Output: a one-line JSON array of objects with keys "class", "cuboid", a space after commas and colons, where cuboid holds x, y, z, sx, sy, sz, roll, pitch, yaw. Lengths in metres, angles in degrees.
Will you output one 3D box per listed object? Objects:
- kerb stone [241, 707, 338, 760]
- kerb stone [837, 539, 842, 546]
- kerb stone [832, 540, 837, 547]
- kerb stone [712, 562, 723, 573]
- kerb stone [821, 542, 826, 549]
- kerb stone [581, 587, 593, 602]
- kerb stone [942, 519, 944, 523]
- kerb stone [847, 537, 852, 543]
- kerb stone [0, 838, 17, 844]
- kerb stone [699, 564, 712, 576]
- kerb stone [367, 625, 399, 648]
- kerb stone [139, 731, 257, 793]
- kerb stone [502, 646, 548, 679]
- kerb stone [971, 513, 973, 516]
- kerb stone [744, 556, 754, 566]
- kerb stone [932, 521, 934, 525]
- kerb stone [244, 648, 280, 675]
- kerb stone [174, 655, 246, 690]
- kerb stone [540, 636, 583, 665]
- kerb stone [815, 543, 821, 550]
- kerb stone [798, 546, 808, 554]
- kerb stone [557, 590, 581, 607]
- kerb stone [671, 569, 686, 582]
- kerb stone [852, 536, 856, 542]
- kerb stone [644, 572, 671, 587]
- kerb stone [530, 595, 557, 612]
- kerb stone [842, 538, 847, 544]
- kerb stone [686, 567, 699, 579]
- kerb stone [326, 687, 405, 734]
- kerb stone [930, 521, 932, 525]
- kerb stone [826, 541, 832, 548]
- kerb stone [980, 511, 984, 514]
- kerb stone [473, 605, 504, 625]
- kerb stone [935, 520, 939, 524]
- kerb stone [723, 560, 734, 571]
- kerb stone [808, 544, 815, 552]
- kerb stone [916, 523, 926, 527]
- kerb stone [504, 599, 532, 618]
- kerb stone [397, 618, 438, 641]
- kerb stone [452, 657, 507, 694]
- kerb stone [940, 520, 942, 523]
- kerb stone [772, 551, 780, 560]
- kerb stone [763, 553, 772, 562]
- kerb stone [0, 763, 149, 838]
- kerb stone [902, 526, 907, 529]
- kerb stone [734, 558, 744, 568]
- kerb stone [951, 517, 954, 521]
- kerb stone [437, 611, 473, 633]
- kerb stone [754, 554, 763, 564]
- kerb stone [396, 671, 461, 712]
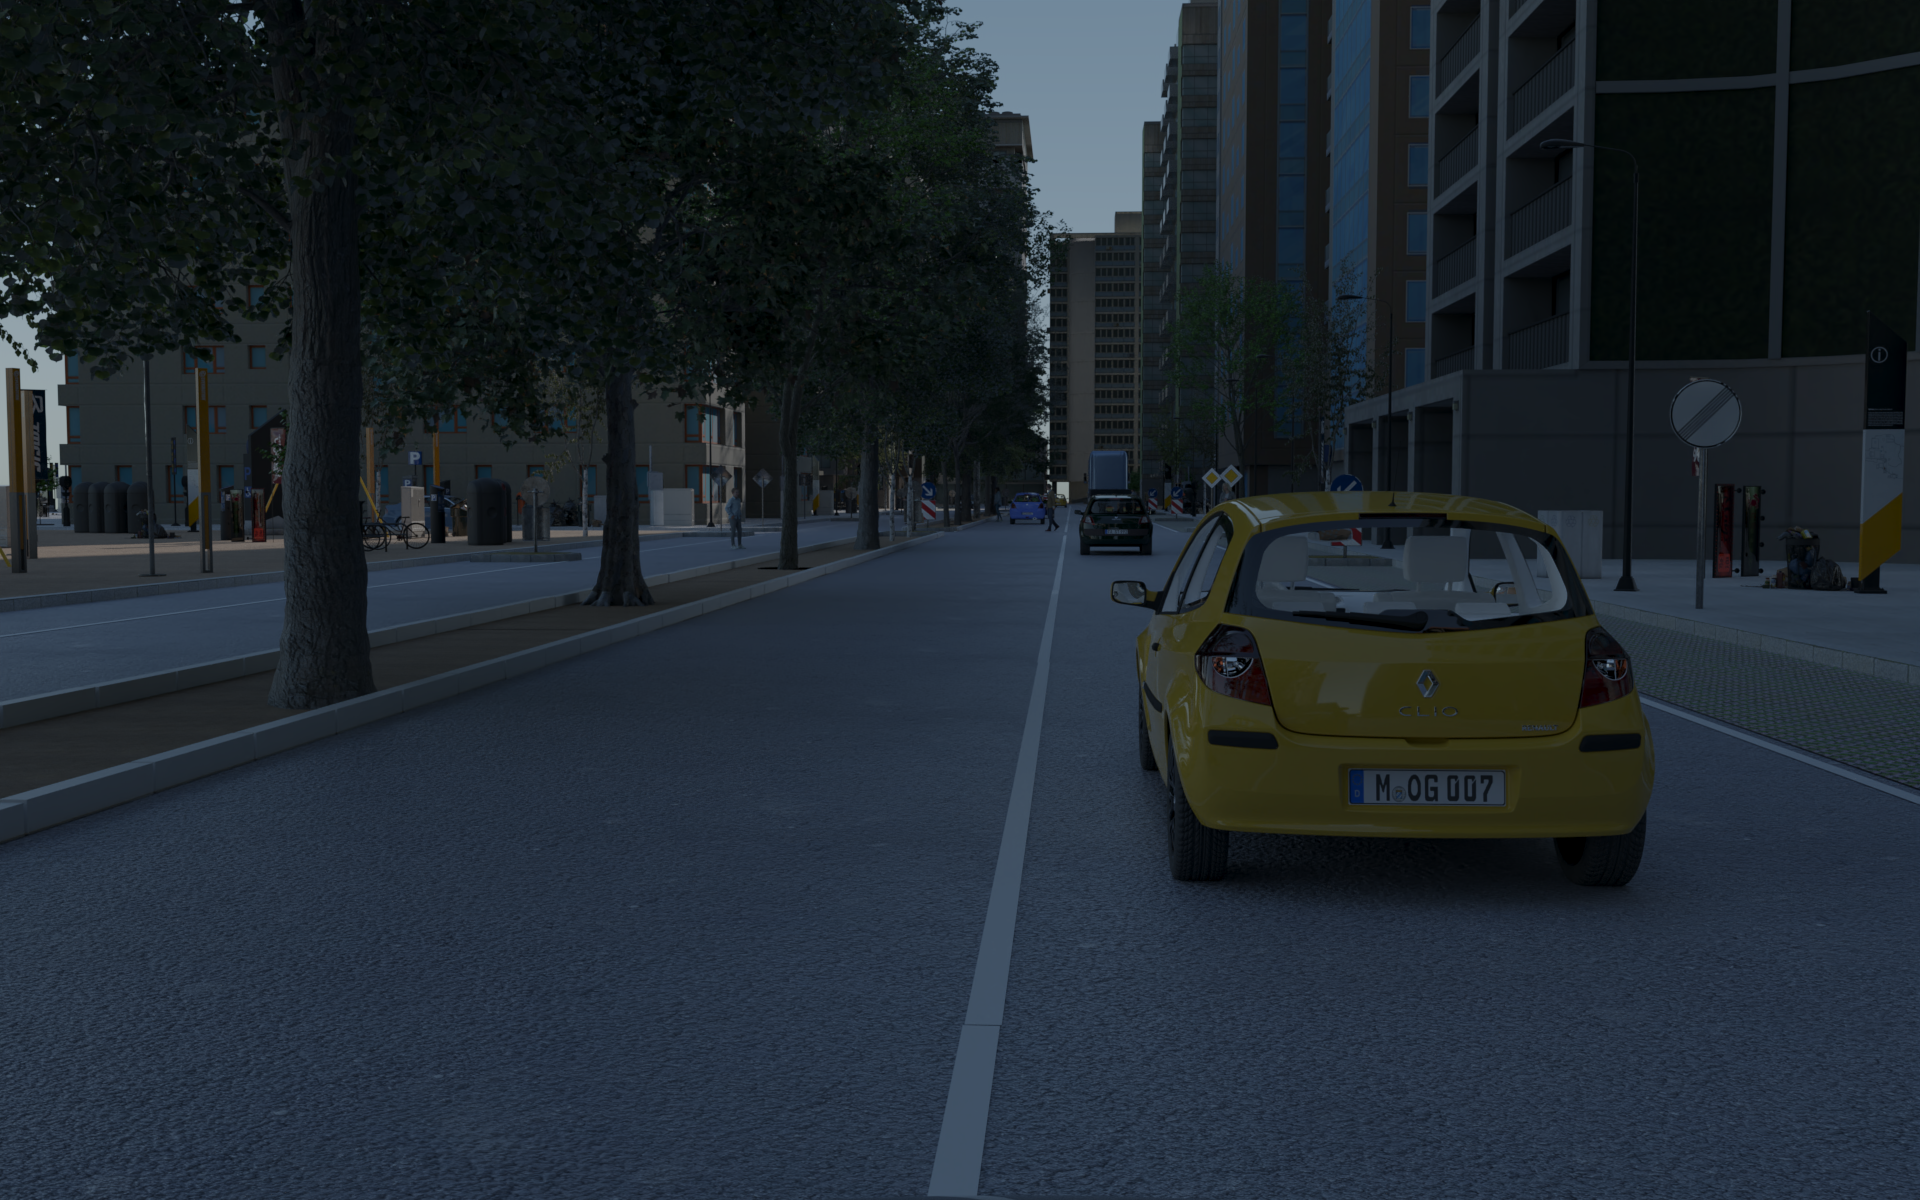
[{"class": "kerb stone", "cuboid": [-3.812, 0.757, 9.821, 0.120, 0.150, 1.000, 0, 4, 4]}, {"class": "kerb stone", "cuboid": [-3.448, -1.567, 47.819, 0.120, 0.150, 1.000, 0, 4, 4]}, {"class": "kerb stone", "cuboid": [-3.524, -1.503, 46.797, 0.120, 0.150, 1.000, 0, 4, 4]}, {"class": "kerb stone", "cuboid": [-4.506, -0.567, 31.473, 0.120, 0.150, 1.000, 0, 4, 4]}, {"class": "kerb stone", "cuboid": [-3.649, -1.378, 44.753, 0.120, 0.150, 1.000, 0, 4, 4]}, {"class": "kerb stone", "cuboid": [-5.041, -0.063, 23.290, 0.120, 0.150, 1.000, 0, 4, 4]}, {"class": "kerb stone", "cuboid": [-1.027, -3.854, 85.211, 0.120, 0.150, 1.000, 0, 4, 4]}, {"class": "kerb stone", "cuboid": [-3.316, -1.691, 49.859, 0.120, 0.150, 1.000, 0, 4, 4]}, {"class": "kerb stone", "cuboid": [-4.010, 0.954, 6.755, 0.120, 0.150, 1.000, 0, 4, 4]}, {"class": "kerb stone", "cuboid": [-4.578, -0.505, 30.450, 0.120, 0.150, 1.000, 0, 4, 4]}, {"class": "kerb stone", "cuboid": [-5.506, 0.374, 16.138, 0.120, 0.150, 1.000, 0, 4, 4]}, {"class": "kerb stone", "cuboid": [-3.881, 0.819, 8.798, 0.120, 0.150, 1.000, 0, 4, 4]}, {"class": "kerb stone", "cuboid": [-3.541, 0.507, 13.913, 0.120, 0.150, 1.000, 0, 4, 4]}, {"class": "kerb stone", "cuboid": [0.971, -5.731, 115.927, 0.120, 0.150, 1.000, 0, 4, 4]}, {"class": "kerb stone", "cuboid": [-4.310, -0.751, 34.546, 0.120, 0.150, 1.000, 0, 4, 4]}, {"class": "kerb stone", "cuboid": [-1.420, -3.477, 79.051, 0.120, 0.150, 1.000, 0, 4, 4]}, {"class": "kerb stone", "cuboid": [-5.639, 0.496, 14.092, 0.120, 0.150, 1.000, 0, 4, 4]}, {"class": "kerb stone", "cuboid": [-5.700, 0.559, 13.063, 0.120, 0.150, 1.000, 0, 4, 4]}, {"class": "kerb stone", "cuboid": [-3.476, 0.444, 14.933, 0.120, 0.150, 1.000, 0, 4, 4]}, {"class": "kerb stone", "cuboid": [-3.705, -1.317, 43.733, 0.120, 0.150, 1.000, 0, 4, 4]}, {"class": "kerb stone", "cuboid": [-3.849, -1.190, 41.694, 0.120, 0.150, 1.000, 0, 4, 4]}, {"class": "kerb stone", "cuboid": [-5.107, 0.005, 22.258, 0.120, 0.150, 1.000, 0, 4, 4]}, {"class": "kerb stone", "cuboid": [-4.705, -0.374, 28.397, 0.120, 0.150, 1.000, 0, 4, 4]}, {"class": "kerb stone", "cuboid": [-3.250, -1.750, 50.890, 0.120, 0.150, 1.000, 0, 4, 4]}, {"class": "kerb stone", "cuboid": [-4.788, -0.317, 27.378, 0.120, 0.150, 1.000, 0, 4, 4]}, {"class": "kerb stone", "cuboid": [-5.177, 0.059, 21.238, 0.120, 0.150, 1.000, 0, 4, 4]}, {"class": "kerb stone", "cuboid": [-3.382, -1.627, 48.839, 0.120, 0.150, 1.000, 0, 4, 4]}, {"class": "kerb stone", "cuboid": [-4.645, -0.442, 29.419, 0.120, 0.150, 1.000, 0, 4, 4]}, {"class": "kerb stone", "cuboid": [-3.745, 0.694, 10.841, 0.120, 0.150, 1.000, 0, 4, 4]}, {"class": "kerb stone", "cuboid": [-1.490, -3.415, 78.025, 0.120, 0.150, 1.000, 0, 4, 4]}, {"class": "kerb stone", "cuboid": [-3.585, -1.441, 45.776, 0.120, 0.150, 1.000, 0, 4, 4]}, {"class": "kerb stone", "cuboid": [1.764, -6.484, 128.208, 0.120, 0.150, 1.000, 0, 4, 4]}, {"class": "kerb stone", "cuboid": [-5.306, 0.188, 19.197, 0.120, 0.150, 1.000, 0, 4, 4]}, {"class": "kerb stone", "cuboid": [-1.229, -3.666, 82.129, 0.120, 0.150, 1.000, 0, 4, 4]}, {"class": "kerb stone", "cuboid": [-4.442, -0.627, 32.493, 0.120, 0.150, 1.000, 0, 4, 4]}, {"class": "kerb stone", "cuboid": [-3.781, -1.250, 42.714, 0.120, 0.150, 1.000, 0, 4, 4]}, {"class": "kerb stone", "cuboid": [-1.688, -3.227, 74.962, 0.120, 0.150, 1.000, 0, 4, 4]}, {"class": "kerb stone", "cuboid": [-5.246, 0.125, 20.217, 0.120, 0.150, 1.000, 0, 4, 4]}, {"class": "kerb stone", "cuboid": [-5.440, 0.308, 17.157, 0.120, 0.150, 1.000, 0, 4, 4]}, {"class": "kerb stone", "cuboid": [-3.611, 0.569, 12.893, 0.120, 0.150, 1.000, 0, 4, 4]}, {"class": "kerb stone", "cuboid": [-1.090, -3.791, 84.180, 0.120, 0.150, 1.000, 0, 4, 4]}, {"class": "kerb stone", "cuboid": [-4.109, -0.941, 37.605, 0.120, 0.150, 1.000, 0, 4, 4]}, {"class": "kerb stone", "cuboid": [-4.174, -0.880, 36.585, 0.120, 0.150, 1.000, 0, 4, 4]}, {"class": "kerb stone", "cuboid": [-3.944, 0.882, 7.774, 0.120, 0.150, 1.000, 0, 4, 4]}, {"class": "kerb stone", "cuboid": [-2.091, -2.851, 68.814, 0.120, 0.150, 1.000, 0, 4, 4]}, {"class": "kerb stone", "cuboid": [-4.379, -0.689, 33.513, 0.120, 0.150, 1.000, 0, 4, 4]}, {"class": "kerb stone", "cuboid": [-0.362, -4.476, 95.480, 0.120, 0.150, 1.000, 0, 4, 4]}, {"class": "kerb stone", "cuboid": [-5.370, 0.247, 18.177, 0.120, 0.150, 1.000, 0, 4, 4]}, {"class": "kerb stone", "cuboid": [-4.241, -0.815, 35.565, 0.120, 0.150, 1.000, 0, 4, 4]}, {"class": "kerb stone", "cuboid": [-3.677, 0.632, 11.869, 0.120, 0.150, 1.000, 0, 4, 4]}]
